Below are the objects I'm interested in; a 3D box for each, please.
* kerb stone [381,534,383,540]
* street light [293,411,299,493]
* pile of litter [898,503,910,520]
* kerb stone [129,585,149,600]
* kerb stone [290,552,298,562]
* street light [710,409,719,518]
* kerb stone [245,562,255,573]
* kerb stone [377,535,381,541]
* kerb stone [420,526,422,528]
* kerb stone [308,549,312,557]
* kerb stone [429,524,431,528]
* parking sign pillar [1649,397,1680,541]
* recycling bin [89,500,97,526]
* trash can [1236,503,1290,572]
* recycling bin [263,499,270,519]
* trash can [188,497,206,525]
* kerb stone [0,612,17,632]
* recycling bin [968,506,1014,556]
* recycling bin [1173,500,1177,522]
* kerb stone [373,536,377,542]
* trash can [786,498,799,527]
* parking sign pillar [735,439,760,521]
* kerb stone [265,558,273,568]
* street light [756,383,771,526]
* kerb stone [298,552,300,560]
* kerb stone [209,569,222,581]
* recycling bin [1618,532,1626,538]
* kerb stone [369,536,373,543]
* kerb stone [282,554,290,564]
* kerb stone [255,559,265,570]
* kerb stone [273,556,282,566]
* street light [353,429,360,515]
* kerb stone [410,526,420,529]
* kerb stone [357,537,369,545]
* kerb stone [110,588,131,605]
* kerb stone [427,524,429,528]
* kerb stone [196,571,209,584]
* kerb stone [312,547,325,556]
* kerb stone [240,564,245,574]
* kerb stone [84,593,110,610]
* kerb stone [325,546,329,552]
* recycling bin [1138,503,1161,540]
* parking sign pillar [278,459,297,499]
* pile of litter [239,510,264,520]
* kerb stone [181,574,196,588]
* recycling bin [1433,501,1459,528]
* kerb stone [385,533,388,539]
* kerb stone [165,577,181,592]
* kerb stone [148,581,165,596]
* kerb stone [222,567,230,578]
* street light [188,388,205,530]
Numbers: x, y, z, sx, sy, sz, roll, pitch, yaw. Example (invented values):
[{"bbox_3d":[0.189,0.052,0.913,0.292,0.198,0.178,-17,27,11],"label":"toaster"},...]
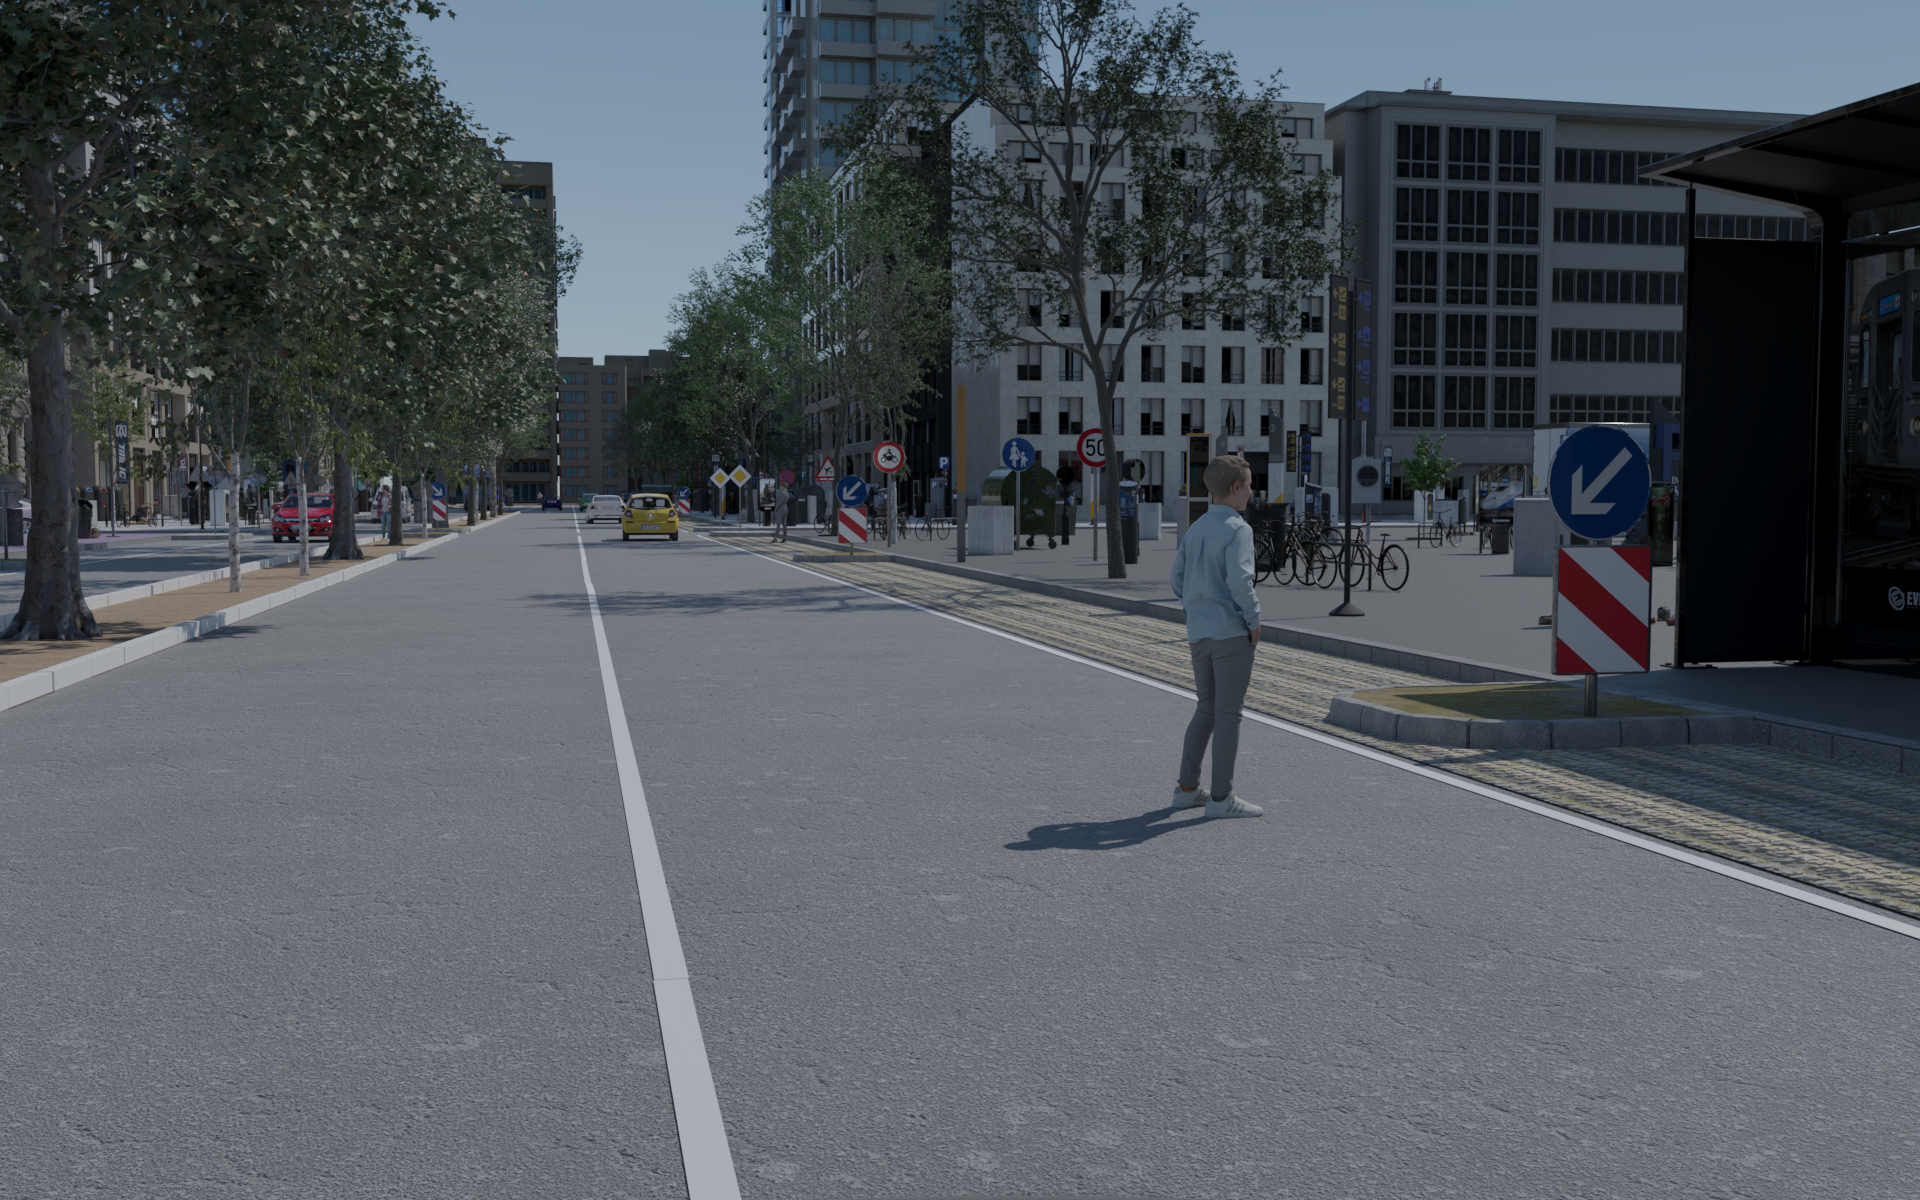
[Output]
[{"bbox_3d":[-17.988,-1.916,53.539,0.120,0.150,1.000,-1,4,-13],"label":"kerb stone"},{"bbox_3d":[-32.707,-6.890,85.438,0.468,5.910,1.993,-1,4,-13],"label":"street light"},{"bbox_3d":[-3.034,-4.463,86.938,1.176,0.858,1.719,1,4,12],"label":"pile of litter"},{"bbox_3d":[-11.248,-0.080,23.535,0.120,0.150,1.000,-1,4,-13],"label":"kerb stone"},{"bbox_3d":[-14.161,-0.875,36.541,0.120,0.150,1.000,-1,4,-13],"label":"kerb stone"},{"bbox_3d":[-13.241,-7.388,93.582,0.468,5.910,1.993,-1,4,-13],"label":"street light"},{"bbox_3d":[-13.048,-0.572,31.550,0.120,0.150,1.000,-1,4,-13],"label":"kerb stone"},{"bbox_3d":[-17.762,-1.856,52.543,0.120,0.150,1.000,-1,4,-13],"label":"kerb stone"},{"bbox_3d":[-21.259,-2.805,68.073,0.120,0.150,1.000,-1,4,-13],"label":"kerb stone"},{"bbox_3d":[-14.622,-0.999,38.545,0.120,0.150,1.000,-1,4,-13],"label":"kerb stone"},{"bbox_3d":[-21.930,-2.987,71.086,0.120,0.150,1.000,-1,4,-13],"label":"kerb stone"},{"bbox_3d":[19.827,-3.658,48.286,1.447,3.967,1.447,-2,4,-26],"label":"parking sign pillar"},{"bbox_3d":[-34.697,-3.427,68.582,0.722,1.027,0.722,0,4,3],"label":"recycling bin"},{"bbox_3d":[5.103,-1.047,28.765,0.748,1.137,0.748,0,3,0],"label":"trash can"},{"bbox_3d":[-36.003,-4.786,90.797,0.722,1.027,0.722,3,4,38],"label":"recycling bin"},{"bbox_3d":[-32.058,-3.738,72.764,0.748,1.137,0.748,0,3,0],"label":"trash can"},{"bbox_3d":[-10.123,0.226,18.538,0.120,0.150,1.000,-1,4,-13],"label":"kerb stone"},{"bbox_3d":[0.647,-1.467,36.534,0.722,1.027,0.722,3,5,44],"label":"recycling bin"},{"bbox_3d":[10.293,-4.132,80.118,0.722,1.027,0.722,-1,4,-8],"label":"recycling bin"},{"bbox_3d":[-17.537,-1.795,51.536,0.120,0.150,1.000,-1,4,-13],"label":"kerb stone"},{"bbox_3d":[-6.729,-3.485,68.639,0.748,1.137,0.748,0,3,0],"label":"trash can"},{"bbox_3d":[-10.181,-5.836,83.898,1.447,3.967,1.447,-2,4,-34],"label":"parking sign pillar"},{"bbox_3d":[-13.505,-0.694,33.543,0.120,0.150,1.000,-1,4,-13],"label":"kerb stone"},{"bbox_3d":[-7.954,-5.965,70.315,0.468,5.910,1.993,-1,4,-13],"label":"street light"},{"bbox_3d":[-14.396,-0.939,37.548,0.120,0.150,1.000,-1,4,-13],"label":"kerb stone"},{"bbox_3d":[-12.370,-0.388,28.547,0.120,0.150,1.000,-1,4,-13],"label":"kerb stone"},{"bbox_3d":[19.672,-2.380,51.466,0.722,1.027,0.722,-2,4,-32],"label":"recycling bin"},{"bbox_3d":[-17.316,-1.734,50.538,0.120,0.150,1.000,-1,4,-13],"label":"kerb stone"},{"bbox_3d":[-13.946,-0.816,35.539,0.120,0.150,1.000,-1,4,-13],"label":"kerb stone"},{"bbox_3d":[-13.267,-0.633,32.548,0.120,0.150,1.000,-1,4,-13],"label":"kerb stone"},{"bbox_3d":[-13.718,-0.750,34.543,0.120,0.150,1.000,-1,4,-13],"label":"kerb stone"},{"bbox_3d":[-37.704,-8.291,108.341,0.468,5.910,1.993,-1,4,-13],"label":"street light"},{"bbox_3d":[-20.812,-2.684,66.078,0.120,0.150,1.000,-1,4,-13],"label":"kerb stone"},{"bbox_3d":[-17.094,-1.672,49.530,0.120,0.150,1.000,-1,4,-13],"label":"kerb stone"},{"bbox_3d":[-11.014,-0.015,22.536,0.120,0.150,1.000,-1,4,-13],"label":"kerb stone"},{"bbox_3d":[-21.707,-2.929,70.082,0.120,0.150,1.000,-1,4,-13],"label":"kerb stone"},{"bbox_3d":[-12.149,-0.326,27.549,0.120,0.150,1.000,-1,4,-13],"label":"kerb stone"},{"bbox_3d":[-15.063,-1.121,40.541,0.120,0.150,1.000,-1,4,-13],"label":"kerb stone"},{"bbox_3d":[-12.812,-0.511,30.542,0.120,0.150,1.000,-1,4,-13],"label":"kerb stone"},{"bbox_3d":[-10.796,0.040,21.537,0.120,0.150,1.000,-1,4,-13],"label":"kerb stone"},{"bbox_3d":[-15.286,-1.183,41.538,0.120,0.150,1.000,-1,4,-13],"label":"kerb stone"},{"bbox_3d":[5.238,-2.196,48.460,0.722,1.027,0.722,1,4,12],"label":"recycling bin"},{"bbox_3d":[-38.259,-6.759,98.973,1.447,3.967,1.447,-2,4,-32],"label":"parking sign pillar"},{"bbox_3d":[-35.013,-4.354,85.157,1.176,0.858,1.719,-2,4,-30],"label":"pile of litter"},{"bbox_3d":[-11.915,-0.265,26.536,0.120,0.150,1.000,-1,4,-13],"label":"kerb stone"},{"bbox_3d":[18.256,-3.214,65.095,0.722,1.027,0.722,-1,4,-14],"label":"recycling bin"},{"bbox_3d":[-18.216,-1.978,54.536,0.120,0.150,1.000,-1,4,-13],"label":"kerb stone"},{"bbox_3d":[-11.694,-0.204,25.538,0.120,0.150,1.000,-1,4,-13],"label":"kerb stone"},{"bbox_3d":[-11.475,-0.138,24.535,0.120,0.150,1.000,-1,4,-13],"label":"kerb stone"},{"bbox_3d":[-12.595,-0.447,29.544,0.120,0.150,1.000,-1,4,-13],"label":"kerb stone"},{"bbox_3d":[-27.454,-5.493,62.592,0.468,5.910,1.993,-1,4,-13],"label":"street light"}]
